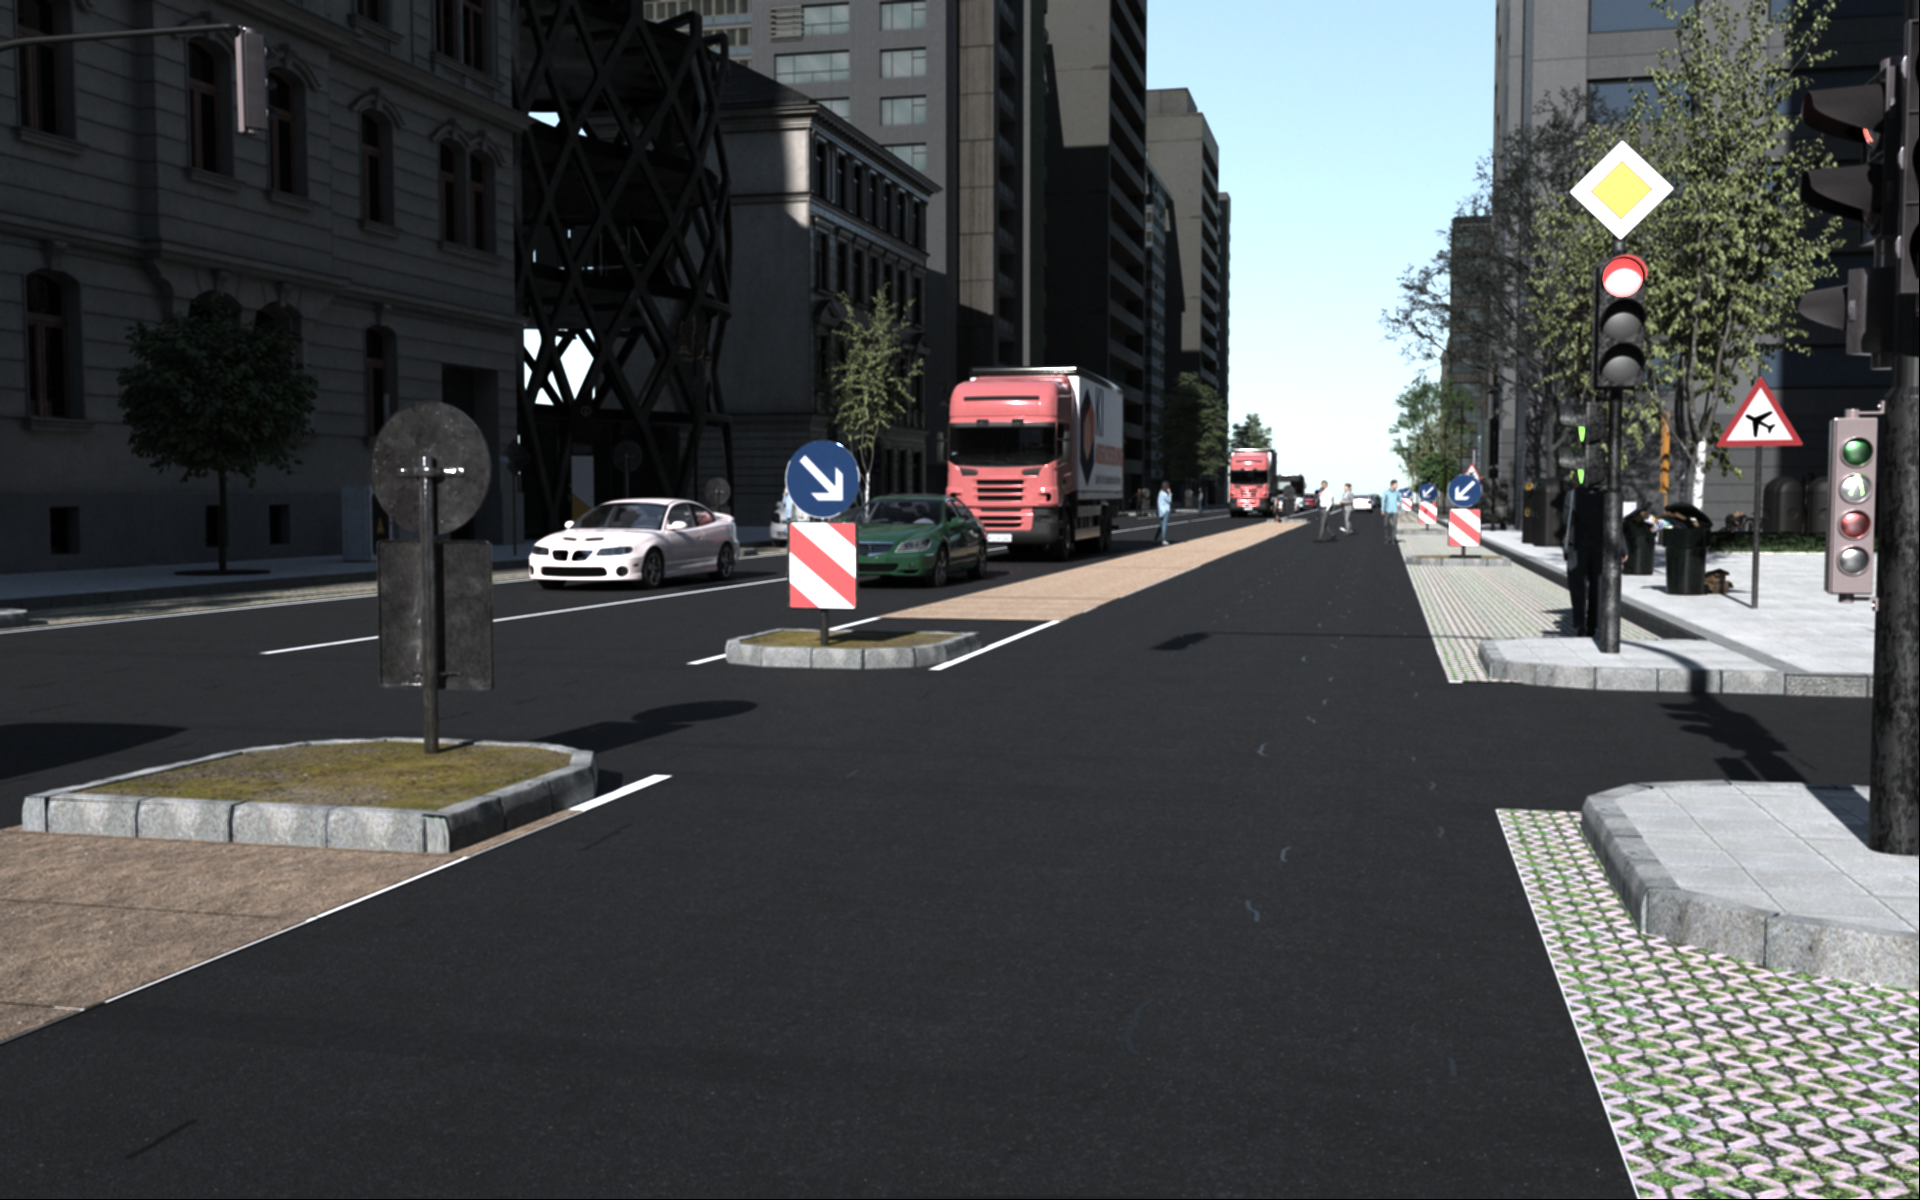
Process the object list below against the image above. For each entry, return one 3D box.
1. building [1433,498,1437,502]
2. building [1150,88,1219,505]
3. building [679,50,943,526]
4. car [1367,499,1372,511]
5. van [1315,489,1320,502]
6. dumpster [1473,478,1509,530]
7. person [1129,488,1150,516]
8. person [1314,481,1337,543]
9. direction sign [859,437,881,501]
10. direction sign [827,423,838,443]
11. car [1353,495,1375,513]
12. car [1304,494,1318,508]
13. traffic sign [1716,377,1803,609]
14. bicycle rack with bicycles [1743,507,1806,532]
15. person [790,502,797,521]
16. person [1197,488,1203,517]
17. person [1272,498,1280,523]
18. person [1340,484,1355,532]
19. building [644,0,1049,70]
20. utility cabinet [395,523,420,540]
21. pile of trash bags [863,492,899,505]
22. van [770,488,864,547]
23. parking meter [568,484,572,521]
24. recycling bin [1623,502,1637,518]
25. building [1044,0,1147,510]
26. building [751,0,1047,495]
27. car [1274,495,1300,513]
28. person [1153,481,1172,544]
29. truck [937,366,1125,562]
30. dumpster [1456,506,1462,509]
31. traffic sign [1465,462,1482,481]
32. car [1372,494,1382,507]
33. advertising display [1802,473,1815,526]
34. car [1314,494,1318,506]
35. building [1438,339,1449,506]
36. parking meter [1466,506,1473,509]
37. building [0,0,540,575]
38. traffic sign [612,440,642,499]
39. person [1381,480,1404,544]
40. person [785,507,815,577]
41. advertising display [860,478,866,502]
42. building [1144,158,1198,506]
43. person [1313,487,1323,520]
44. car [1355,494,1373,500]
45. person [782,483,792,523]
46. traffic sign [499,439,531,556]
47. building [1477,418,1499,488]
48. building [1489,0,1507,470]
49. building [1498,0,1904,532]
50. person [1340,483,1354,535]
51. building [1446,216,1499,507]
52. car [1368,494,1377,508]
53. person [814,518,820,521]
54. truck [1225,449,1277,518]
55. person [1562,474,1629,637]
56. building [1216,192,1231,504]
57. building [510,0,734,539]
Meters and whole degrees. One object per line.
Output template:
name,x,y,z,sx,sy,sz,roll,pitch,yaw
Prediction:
building,78.069,-32.621,225.241,32.217,40.220,23.993,1,4,14
building,19.912,-36.013,212.519,21.300,48.544,21.600,1,4,14
building,-8.239,-13.021,77.526,10.561,19.102,19.286,1,4,14
car,33.724,-8.183,146.151,2.083,1.381,4.827,1,4,13
van,45.716,-13.087,218.360,2.240,2.365,5.245,1,4,16
dumpster,19.029,-3.448,62.137,1.264,1.857,1.865,1,4,14
person,11.587,-6.325,111.931,1.348,1.821,0.705,0,4,-5
person,10.822,-2.616,51.378,0.850,1.850,0.679,-1,4,-21
direction sign,-3.597,-4.722,69.196,0.876,3.537,0.379,-1,4,-20
direction sign,-4.081,-3.876,55.369,0.379,3.537,0.876,1,4,17
car,31.199,-7.491,134.832,2.083,1.381,4.827,1,4,14
car,34.828,-10.069,173.668,2.155,1.783,4.494,1,4,13
traffic sign,8.907,-1.183,19.342,0.884,2.594,0.081,1,4,22
bicycle rack with bicycles,22.839,-2.093,47.606,2.925,0.926,2.852,-1,4,-13
person,-3.114,-1.576,34.395,0.709,1.813,0.853,2,4,26
person,15.334,-6.241,110.622,0.705,1.814,1.350,0,3,0
person,15.792,-4.488,86.552,0.373,1.253,0.362,2,4,31
person,14.833,-3.544,66.456,0.620,1.820,0.660,3,4,38
building,-8.102,-26.296,121.825,32.217,40.220,23.993,1,4,14
utility cabinet,-11.719,-1.557,36.612,0.306,1.237,1.020,1,4,13
pile of trash bags,-3.207,-3.467,66.444,1.912,1.369,3.447,2,4,25
van,-3.876,-2.470,47.400,2.013,2.044,4.112,1,4,13
parking meter,-9.304,-2.056,42.019,0.372,1.533,0.369,0,3,0
recycling bin,21.488,-2.677,56.323,0.722,1.027,0.722,-1,4,-8
building,3.270,-31.733,142.537,21.300,48.544,21.600,1,4,14
building,-3.164,-25.473,100.084,14.154,41.232,14.086,1,4,14
car,25.160,-7.407,133.467,2.083,1.381,4.827,1,4,14
person,5.776,-2.482,49.353,0.793,1.790,0.793,3,5,44
truck,1.887,-3.141,40.268,2.839,4.237,11.283,1,4,12
dumpster,22.325,-4.284,75.810,1.264,1.857,1.865,1,4,13
traffic sign,20.882,-4.326,70.732,0.884,2.594,0.081,1,4,14
car,44.910,-10.801,188.386,2.131,1.459,4.920,1,4,15
advertising display,25.599,-2.881,52.312,0.123,1.923,0.974,3,5,40
car,42.583,-12.345,210.638,1.959,1.807,4.718,1,4,15
building,70.159,-21.705,199.923,27.650,21.520,28.899,1,4,14
parking meter,20.021,-3.658,68.214,0.372,1.533,0.369,0,3,0
building,-19.837,-15.099,34.253,14.401,28.519,23.554,1,4,14
traffic sign,-7.880,-2.498,40.944,0.768,2.556,0.104,1,4,18
person,12.534,-2.559,50.206,0.638,1.841,0.748,1,4,16
person,-2.563,-1.178,28.112,0.624,1.780,0.694,-1,4,-17
advertising display,-4.103,-4.021,70.952,0.974,1.923,0.123,-3,4,-37
building,9.659,-30.575,191.775,32.217,40.220,23.993,1,4,14
person,20.246,-5.404,96.945,0.705,1.814,1.350,-3,5,-39
car,36.271,-8.972,156.482,2.009,1.686,4.222,1,4,13
person,-4.155,-2.134,43.649,0.793,1.790,0.793,0,4,8
traffic sign,-9.274,-2.132,36.051,0.795,2.450,0.064,1,4,22
building,54.071,-50.417,136.988,22.319,86.520,31.000,1,4,14
building,48.283,-31.775,108.757,28.713,52.752,27.495,1,4,14
building,32.948,-32.239,69.105,21.231,58.520,28.212,1,4,14
person,13.402,-3.153,60.246,0.583,1.804,0.606,-1,4,-21
building,58.159,-25.001,180.467,14.160,30.474,14.107,1,4,14
car,42.026,-10.196,178.712,2.014,1.417,4.499,1,4,12
person,-2.975,-1.635,35.802,0.524,1.755,0.480,3,4,36
truck,18.479,-7.356,109.182,2.839,4.237,11.283,1,4,13
person,6.107,-0.478,16.729,0.576,1.772,0.534,0,4,-5
building,28.045,-33.390,229.523,14.154,41.232,14.086,1,4,14
building,-16.091,-11.448,54.635,16.820,18.784,16.811,1,4,14
